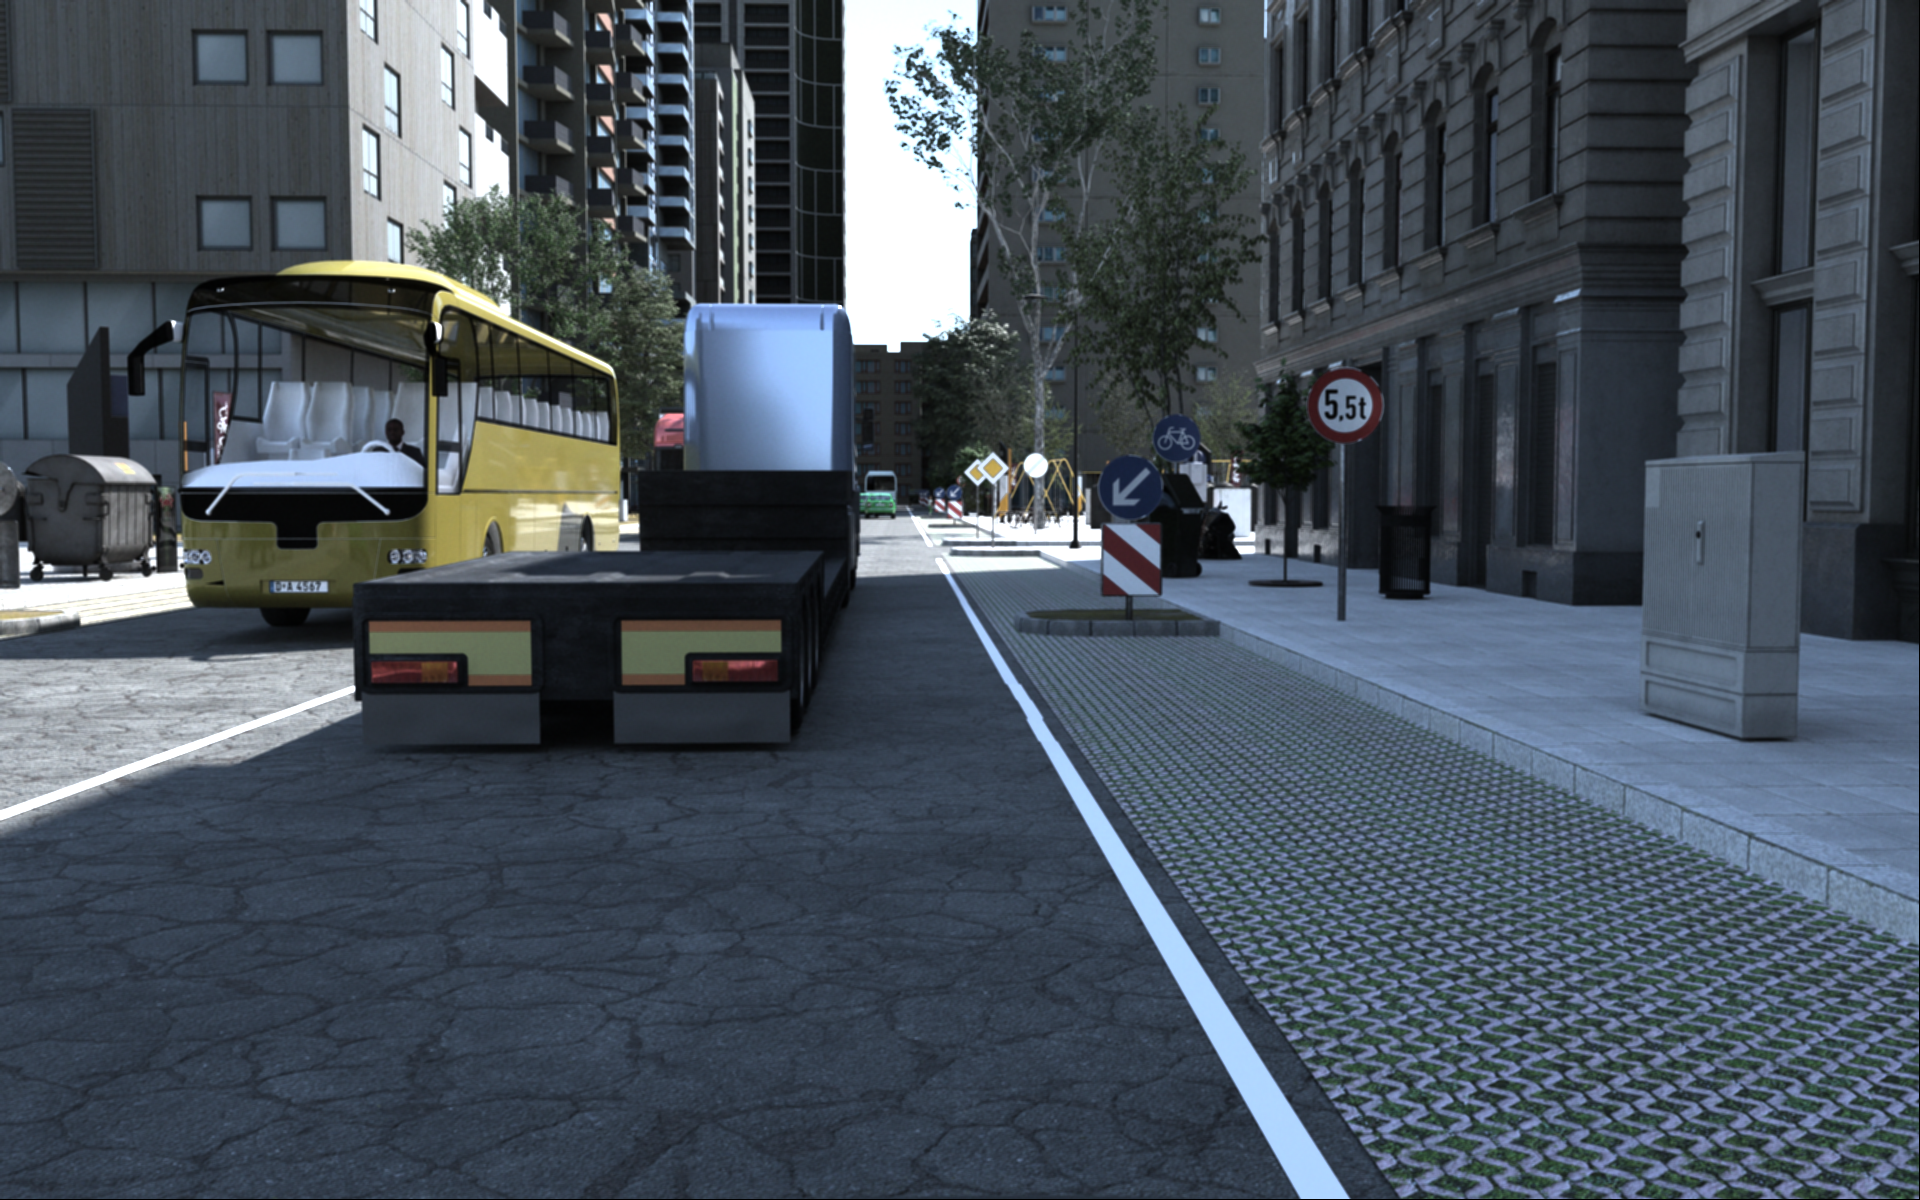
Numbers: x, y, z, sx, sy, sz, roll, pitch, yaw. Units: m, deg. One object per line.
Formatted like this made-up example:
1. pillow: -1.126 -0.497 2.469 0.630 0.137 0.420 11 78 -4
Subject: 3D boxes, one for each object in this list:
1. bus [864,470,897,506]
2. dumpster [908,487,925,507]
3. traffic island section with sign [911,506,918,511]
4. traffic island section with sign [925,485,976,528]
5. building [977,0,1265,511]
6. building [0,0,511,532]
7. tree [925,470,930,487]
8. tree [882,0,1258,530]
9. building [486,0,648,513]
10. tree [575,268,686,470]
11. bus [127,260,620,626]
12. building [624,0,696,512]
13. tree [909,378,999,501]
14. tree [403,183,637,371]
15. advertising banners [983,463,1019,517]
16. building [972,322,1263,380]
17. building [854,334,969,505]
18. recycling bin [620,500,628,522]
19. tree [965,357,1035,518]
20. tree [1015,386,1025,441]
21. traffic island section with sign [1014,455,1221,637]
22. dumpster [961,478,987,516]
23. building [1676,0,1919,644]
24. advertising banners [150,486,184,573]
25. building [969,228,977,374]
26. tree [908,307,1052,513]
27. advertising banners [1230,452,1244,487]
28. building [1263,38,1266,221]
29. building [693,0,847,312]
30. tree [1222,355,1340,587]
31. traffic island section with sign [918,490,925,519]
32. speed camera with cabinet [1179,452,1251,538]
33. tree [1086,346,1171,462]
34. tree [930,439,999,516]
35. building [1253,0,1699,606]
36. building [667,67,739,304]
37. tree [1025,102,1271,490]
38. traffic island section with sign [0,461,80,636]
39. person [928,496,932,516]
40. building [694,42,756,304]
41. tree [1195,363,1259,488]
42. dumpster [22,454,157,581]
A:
1. bus: -6.685 -9.241 145.952 2.948 3.499 13.247 0 4 -3
2. dumpster: -4.926 -11.815 198.124 1.985 2.255 1.502 0 4 -3
3. traffic island section with sign: -3.092 -8.743 151.574 1.989 1.847 2.006 0 4 -2
4. traffic island section with sign: -0.360 -3.985 73.785 1.989 1.847 2.006 0 4 -2
5. building: 12.477 -31.735 142.576 21.300 48.544 21.600 0 4 -2
6. building: -34.040 -29.340 68.952 28.713 52.752 27.495 0 4 -2
7. tree: -1.121 -11.021 163.902 4.285 4.588 4.351 0 3 0
8. tree: 4.136 -12.563 61.292 12.611 20.169 13.585 0 3 0
9. building: -31.301 -27.572 105.427 22.147 44.769 28.867 0 4 -2
10. tree: -16.086 -10.357 87.469 7.486 12.596 7.792 0 3 0
11. bus: -6.512 -1.869 22.110 2.896 3.916 12.252 0 4 -3
12. building: -31.781 -50.421 137.053 22.319 86.520 31.000 0 4 -2
13. tree: 0.127 -11.884 128.709 8.767 10.594 7.601 0 4 8
14. tree: -14.748 -8.022 56.915 9.928 11.665 9.643 0 3 0
15. advertising banners: 2.298 -6.197 97.513 2.074 3.025 0.090 1 4 16
16. building: 15.555 -19.808 168.901 27.650 21.520 28.899 0 4 -2
17. building: 0.314 -23.197 224.318 28.899 21.520 27.650 0 4 -2
18. recycling bin: -15.816 -4.134 80.147 0.722 1.027 0.722 0 4 4
19. tree: 2.123 -8.766 93.684 4.360 8.622 3.978 0 3 0
20. tree: 5.267 -9.669 108.447 4.737 8.622 4.395 0 3 0
21. traffic island section with sign: 1.590 -0.589 18.250 1.989 1.847 2.006 0 4 -2
22. dumpster: 0.806 -5.977 100.224 1.502 2.255 1.985 0 4 -2
23. building: 12.779 -11.018 9.029 11.050 23.489 19.941 0 4 -2
24. advertising banners: -12.767 -2.001 28.899 0.090 3.025 2.074 1 4 15
25. building: 7.968 -25.574 189.839 14.160 30.474 14.107 0 4 -2
26. tree: 1.137 -12.947 118.346 9.857 13.997 8.962 0 3 0
27. advertising banners: 10.304 -4.472 69.300 2.074 3.025 0.090 1 4 12
28. building: 44.316 -41.549 221.317 28.212 58.520 21.231 0 4 -2
29. building: -24.816 -47.710 218.304 20.611 71.187 20.563 0 4 -2
30. tree: 4.561 -1.823 24.402 1.663 3.219 1.824 0 3 0
31. traffic island section with sign: -1.300 -5.633 100.724 1.989 1.847 2.006 0 4 -2
32. speed camera with cabinet: 7.470 -3.446 50.685 2.038 3.252 0.660 -1 4 -12
33. tree: 8.021 -8.188 84.241 4.360 8.622 3.978 0 3 0
34. tree: 1.102 -7.332 103.590 4.285 4.588 4.351 0 3 0
35. building: 11.396 -10.957 28.302 9.793 20.994 18.267 0 4 -2
36. building: -28.234 -29.204 161.074 14.154 41.232 14.086 0 4 -2
37. tree: 3.634 -4.986 31.884 4.737 8.622 4.395 0 3 0
38. traffic island section with sign: -10.431 -0.578 18.078 1.989 1.847 2.006 0 4 -2
39. person: -1.911 -5.985 110.595 0.306 1.304 0.590 1 4 15
40. building: -33.090 -34.257 183.797 21.600 48.544 21.300 0 4 -2
41. tree: 15.285 -9.045 98.240 4.360 8.622 3.978 0 3 0
42. dumpster: -13.115 -1.246 26.134 1.264 1.857 1.865 0 4 -2
